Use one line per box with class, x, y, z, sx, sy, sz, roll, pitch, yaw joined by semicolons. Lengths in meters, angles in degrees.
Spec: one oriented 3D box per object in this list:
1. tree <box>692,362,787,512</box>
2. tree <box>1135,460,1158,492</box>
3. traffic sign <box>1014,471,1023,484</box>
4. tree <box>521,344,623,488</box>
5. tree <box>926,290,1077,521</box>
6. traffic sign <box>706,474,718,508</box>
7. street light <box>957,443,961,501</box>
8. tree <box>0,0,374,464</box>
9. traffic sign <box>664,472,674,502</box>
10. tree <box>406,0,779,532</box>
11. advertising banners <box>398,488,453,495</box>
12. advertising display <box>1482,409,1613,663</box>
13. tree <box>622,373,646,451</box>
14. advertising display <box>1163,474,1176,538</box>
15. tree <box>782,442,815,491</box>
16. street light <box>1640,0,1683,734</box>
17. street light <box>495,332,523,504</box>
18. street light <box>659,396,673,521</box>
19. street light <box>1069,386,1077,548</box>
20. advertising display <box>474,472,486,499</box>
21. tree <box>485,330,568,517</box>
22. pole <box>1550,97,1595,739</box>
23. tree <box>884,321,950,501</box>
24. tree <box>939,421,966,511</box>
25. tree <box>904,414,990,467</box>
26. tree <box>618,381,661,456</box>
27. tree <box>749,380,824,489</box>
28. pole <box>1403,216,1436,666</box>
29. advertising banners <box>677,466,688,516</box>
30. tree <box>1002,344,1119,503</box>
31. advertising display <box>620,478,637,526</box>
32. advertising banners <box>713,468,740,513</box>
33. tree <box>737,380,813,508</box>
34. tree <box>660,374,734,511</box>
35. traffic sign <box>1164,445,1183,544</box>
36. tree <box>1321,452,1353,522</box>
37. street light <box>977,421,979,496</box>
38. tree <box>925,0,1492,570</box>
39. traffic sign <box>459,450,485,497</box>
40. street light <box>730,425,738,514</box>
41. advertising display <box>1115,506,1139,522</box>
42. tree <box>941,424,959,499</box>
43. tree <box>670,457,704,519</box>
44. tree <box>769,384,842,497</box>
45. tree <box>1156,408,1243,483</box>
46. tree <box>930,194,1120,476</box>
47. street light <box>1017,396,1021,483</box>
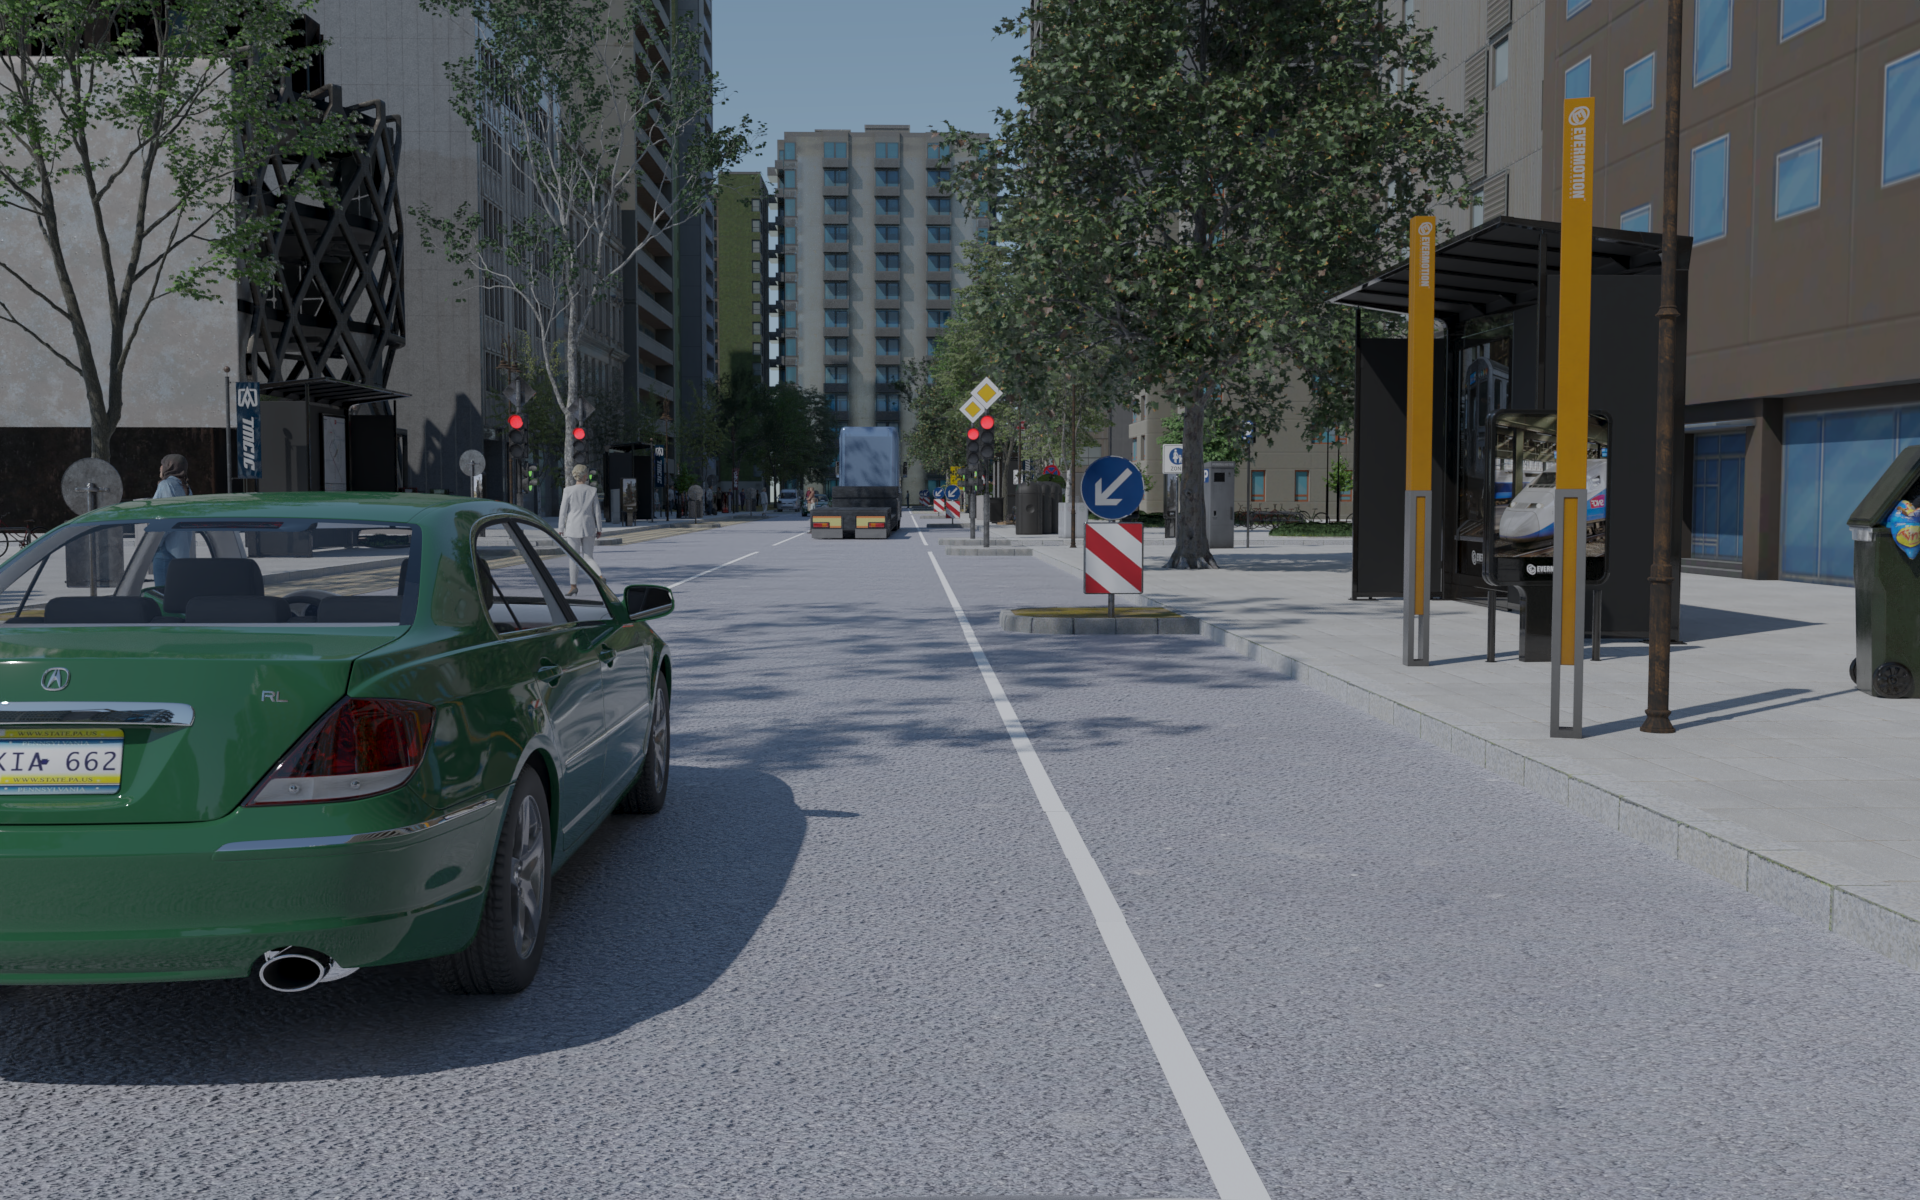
tree;-15.373;-11.417;121.076;8.767;10.594;7.601;3;4;38
tree;9.752;-6.142;95.028;1.663;3.219;1.824;0;3;0
traffic sign;2.591;-4.386;73.847;0.606;2.300;0.079;0;4;7
tree;-19.149;-8.175;84.027;4.360;8.622;3.978;0;3;0
tree;2.257;-9.492;80.945;9.928;11.665;9.643;0;3;0
traffic sign;-16.025;-6.848;112.066;0.768;2.556;0.104;0;4;4
street light;-0.149;-9.257;124.147;0.468;5.910;1.993;0;4;-2
tree;-12.375;-6.060;24.831;9.928;11.665;9.643;0;3;0
traffic sign;-16.847;-6.110;99.906;0.884;2.594;0.081;0;4;0
tree;-12.627;-12.460;59.609;12.611;20.169;13.585;0;3;0
advertising banners;-13.259;-2.778;41.615;2.074;3.025;0.090;-1;4;-12
advertising display;4.476;-0.489;13.215;0.974;1.923;0.123;0;4;-7
tree;-19.750;-8.986;97.282;4.360;8.622;3.978;0;3;0
advertising display;6.147;-2.775;50.581;0.123;1.923;0.974;2;4;25
tree;-18.088;-14.626;189.500;4.360;8.622;3.978;0;3;0
street light;3.769;-2.226;9.179;0.468;5.910;1.993;0;4;-2
street light;-12.866;-4.696;49.570;0.468;5.910;1.993;0;4;-2
street light;-13.855;-6.674;81.900;0.468;5.910;1.993;0;4;-2
street light;2.702;-4.182;41.169;0.468;5.910;1.993;0;4;-2
advertising display;-14.363;-2.851;51.824;0.123;1.923;0.974;-2;4;-31
tree;-18.886;-7.757;77.191;4.737;8.622;4.395;0;3;0
pole;3.206;-0.931;9.068;0.158;3.312;0.155;0;3;0
tree;-2.156;-20.548;191.850;12.611;20.169;13.585;0;3;0
tree;0.214;-10.904;128.637;4.360;8.622;3.978;0;3;0
tree;-0.319;-15.870;169.846;12.009;13.543;11.850;0;3;0
tree;-20.548;-9.936;112.815;4.737;8.622;4.395;0;3;0
tree;-17.369;-15.534;172.107;7.486;12.596;7.792;0;3;0
pole;3.409;-1.163;12.856;0.158;3.312;0.155;0;3;0
advertising banners;-15.928;-6.310;99.352;0.090;3.025;2.074;0;4;8
tree;3.279;-6.292;53.236;4.360;8.622;3.978;0;3;0
advertising display;-13.180;-3.896;68.906;0.123;1.923;0.974;2;4;24
advertising banners;-15.733;-7.312;115.732;2.074;3.025;0.090;-1;4;-17
tree;-16.999;-14.227;158.370;9.928;11.665;9.643;0;3;0
tree;-15.812;-9.540;106.349;4.737;8.622;4.395;0;3;0
traffic sign;4.476;-2.053;35.691;0.606;2.300;0.079;0;4;1
tree;17.212;-5.158;78.942;1.663;3.219;1.824;0;3;0
street light;0.942;-7.301;92.157;0.468;5.910;1.993;0;4;-2
tree;4.043;-6.877;29.439;9.611;12.733;9.660;0;3;0
traffic sign;-13.973;-3.029;49.626;0.768;2.556;0.104;0;4;4
street light;-14.935;-8.646;114.157;0.468;5.910;1.993;0;4;-2
advertising display;4.709;-2.692;49.230;0.974;1.923;0.123;-3;4;-38
tree;-0.066;-11.507;138.508;4.737;8.622;4.395;0;3;0
tree;-14.325;-5.858;90.378;1.663;3.219;1.824;0;3;0
tree;-18.074;-17.832;198.202;9.857;13.997;8.962;0;3;0
tree;8.205;-4.562;58.300;4.285;4.588;4.351;0;3;0
tree;2.782;-8.978;64.917;7.486;12.596;7.792;0;3;0
street light;2.059;-5.300;59.445;0.468;5.910;1.993;0;4;-2
